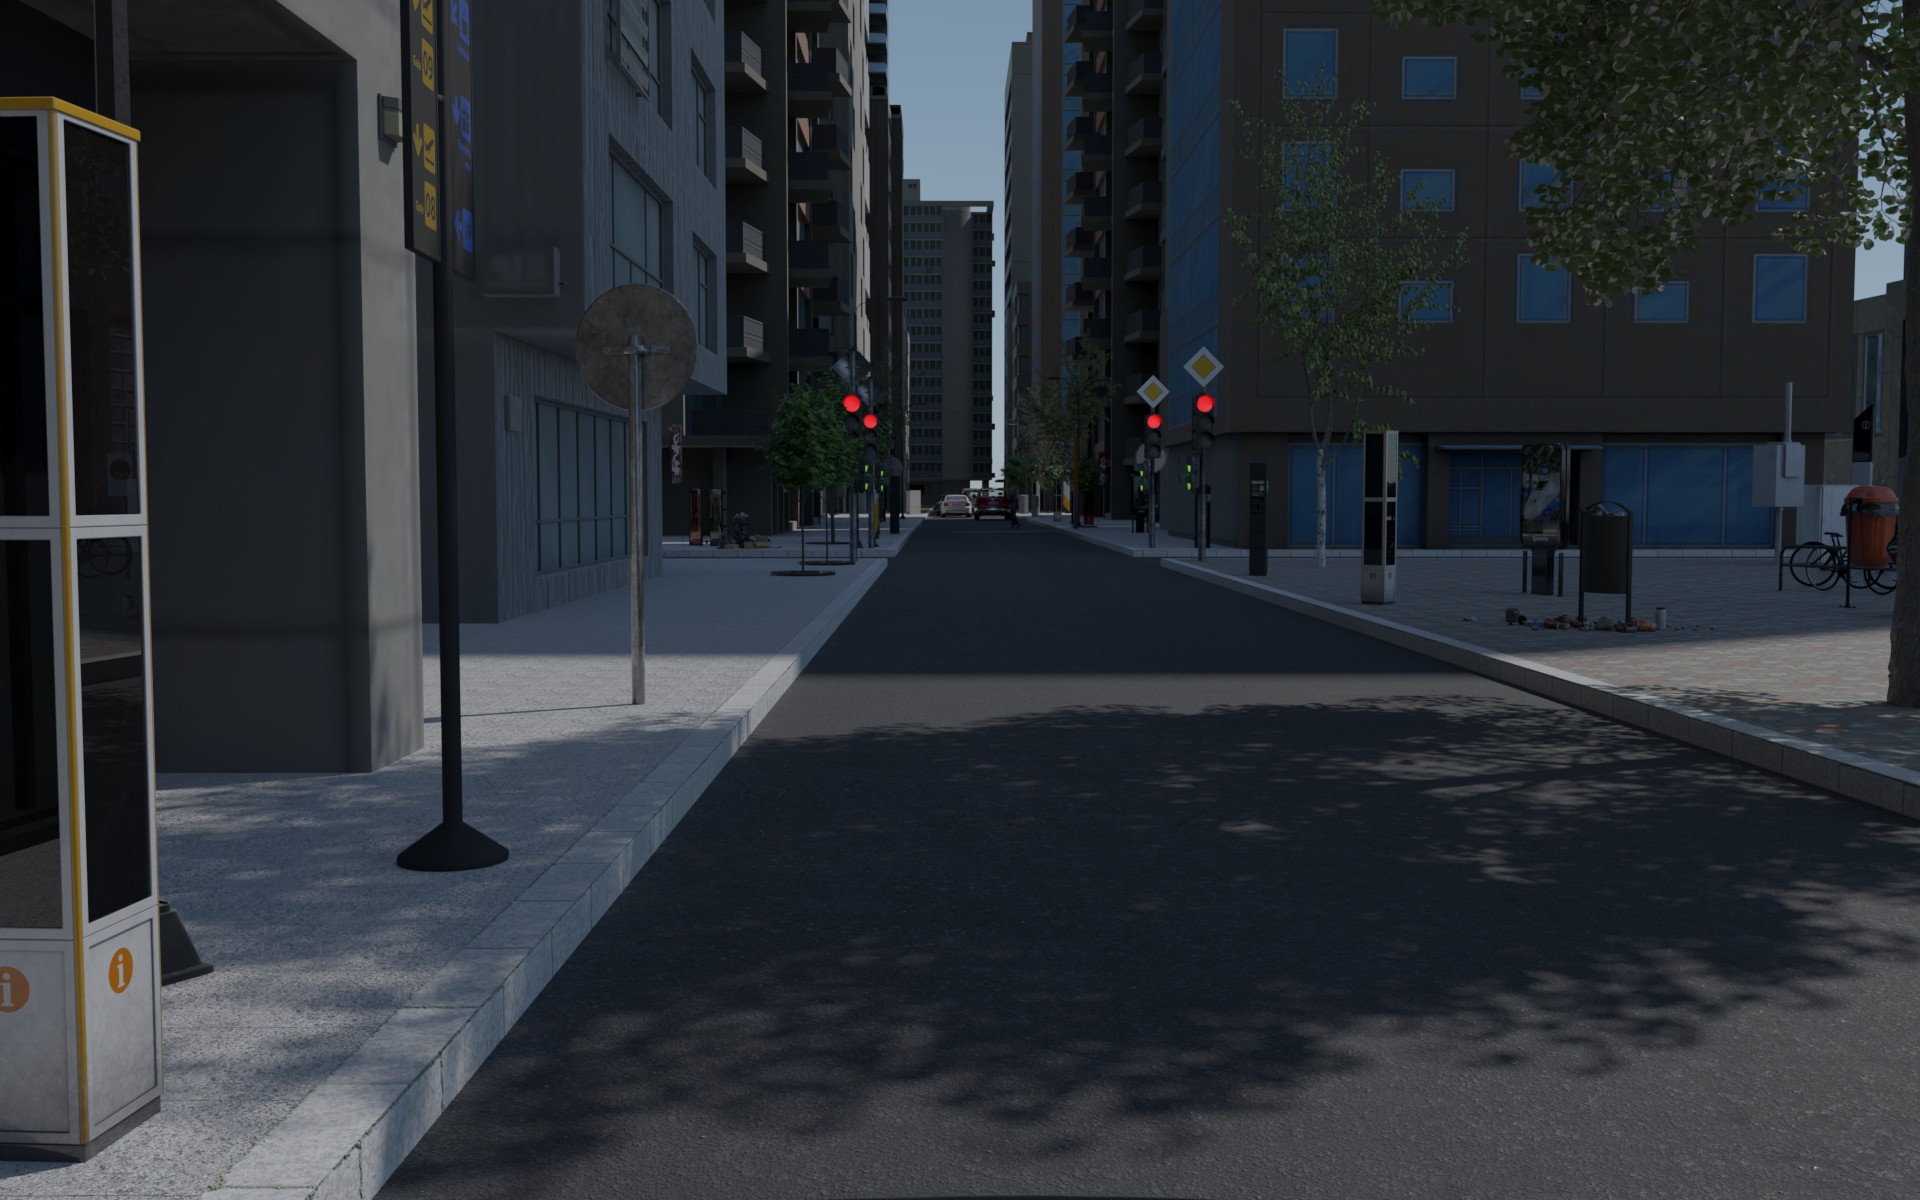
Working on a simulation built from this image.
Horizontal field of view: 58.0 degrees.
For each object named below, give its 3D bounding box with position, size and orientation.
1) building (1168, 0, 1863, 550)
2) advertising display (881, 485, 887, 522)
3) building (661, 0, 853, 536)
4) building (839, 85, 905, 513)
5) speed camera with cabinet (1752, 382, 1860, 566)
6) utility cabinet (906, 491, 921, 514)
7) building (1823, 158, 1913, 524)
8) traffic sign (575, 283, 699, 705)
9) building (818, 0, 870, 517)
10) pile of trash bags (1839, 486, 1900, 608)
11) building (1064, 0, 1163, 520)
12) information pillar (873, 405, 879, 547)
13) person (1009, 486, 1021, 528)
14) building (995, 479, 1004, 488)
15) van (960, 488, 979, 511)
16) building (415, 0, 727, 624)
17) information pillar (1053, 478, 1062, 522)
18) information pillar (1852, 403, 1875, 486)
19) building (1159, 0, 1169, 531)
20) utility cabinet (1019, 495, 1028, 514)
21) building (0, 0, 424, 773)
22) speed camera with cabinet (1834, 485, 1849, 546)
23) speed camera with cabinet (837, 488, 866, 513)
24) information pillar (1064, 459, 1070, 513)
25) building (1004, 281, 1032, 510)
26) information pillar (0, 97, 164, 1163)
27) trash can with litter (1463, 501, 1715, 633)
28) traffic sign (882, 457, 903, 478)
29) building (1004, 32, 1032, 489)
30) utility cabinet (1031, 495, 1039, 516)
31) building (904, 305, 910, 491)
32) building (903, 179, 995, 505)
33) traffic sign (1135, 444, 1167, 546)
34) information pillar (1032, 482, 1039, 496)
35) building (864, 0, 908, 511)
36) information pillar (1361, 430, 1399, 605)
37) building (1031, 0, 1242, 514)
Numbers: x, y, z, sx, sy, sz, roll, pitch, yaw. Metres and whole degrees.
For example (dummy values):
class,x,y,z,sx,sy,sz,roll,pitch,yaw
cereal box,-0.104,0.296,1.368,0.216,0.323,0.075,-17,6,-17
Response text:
class,x,y,z,sx,sy,sz,roll,pitch,yaw
building,13.207,-24.166,45.230,14.200,45.320,14.600,0,4,0
advertising display,-3.506,-4.553,79.649,0.123,1.923,0.974,-1,4,-11
building,-15.496,-25.047,64.148,22.147,44.769,28.867,0,4,0
building,-11.162,-21.481,122.908,14.160,30.474,14.107,0,4,0
speed camera with cabinet,15.262,-2.255,31.203,2.038,3.252,0.660,-1,4,-21
utility cabinet,-2.918,-6.080,108.090,0.318,1.500,1.173,2,4,32
building,43.767,-45.032,48.945,31.000,86.520,22.319,0,4,0
traffic sign,-1.964,-0.636,10.501,0.768,2.556,0.104,0,4,7
building,-19.123,-31.239,99.990,28.713,52.752,27.495,0,4,0
pile of trash bags,10.581,-0.519,18.231,1.912,1.369,3.447,-1,4,-13
building,17.010,-26.781,92.490,22.147,44.769,28.867,0,4,0
information pillar,-2.079,-3.094,41.946,0.183,3.616,0.504,1,4,11
person,2.283,-3.885,72.445,0.534,1.772,0.576,0,4,-4
building,18.799,-34.026,210.941,28.867,44.769,22.147,0,4,0
van,0.730,-7.197,124.683,2.013,2.044,4.112,0,4,-2
building,-10.603,-20.737,22.646,14.086,41.232,14.154,0,4,0
information pillar,4.552,-4.663,80.728,0.304,2.012,0.304,-1,4,-20
information pillar,23.388,-3.274,44.887,0.183,3.616,0.504,-3,4,-36
building,14.180,-17.845,63.470,14.160,30.474,14.107,0,4,0
utility cabinet,4.146,-6.227,112.968,0.306,1.237,1.020,-1,4,-18
building,-12.875,-34.479,1.990,20.563,71.187,20.611,0,4,0
speed camera with cabinet,22.431,-2.908,41.878,2.038,3.252,0.660,0,4,4
speed camera with cabinet,-7.336,-7.450,116.143,2.038,3.252,0.660,1,4,10
information pillar,7.066,-7.545,114.707,0.183,3.616,0.504,-3,5,-41
building,18.294,-18.967,155.148,27.650,21.520,28.899,0,4,0
information pillar,-1.812,0.066,3.410,0.304,2.012,0.304,0,4,3
trash can with litter,5.978,-0.352,16.816,1.678,1.210,2.233,-3,4,-37
traffic sign,-2.347,-3.639,59.601,0.768,2.556,0.104,0,4,0
building,15.590,-33.994,179.505,21.300,48.544,21.600,0,4,0
utility cabinet,4.331,-5.418,99.751,0.306,1.237,1.020,1,4,11
building,-19.919,-20.348,177.722,28.899,21.520,27.650,0,4,0
building,-7.674,-32.069,216.210,23.993,40.220,32.217,0,4,0
traffic sign,4.655,-2.583,42.340,0.768,2.556,0.104,0,4,1
information pillar,4.577,-6.147,104.988,0.304,2.012,0.304,2,4,28
building,-15.473,-50.834,143.814,22.319,86.520,31.000,0,4,0
information pillar,4.874,-0.956,20.123,0.304,2.012,0.304,3,5,41
building,12.746,-29.506,132.537,14.600,45.320,14.200,0,4,0
